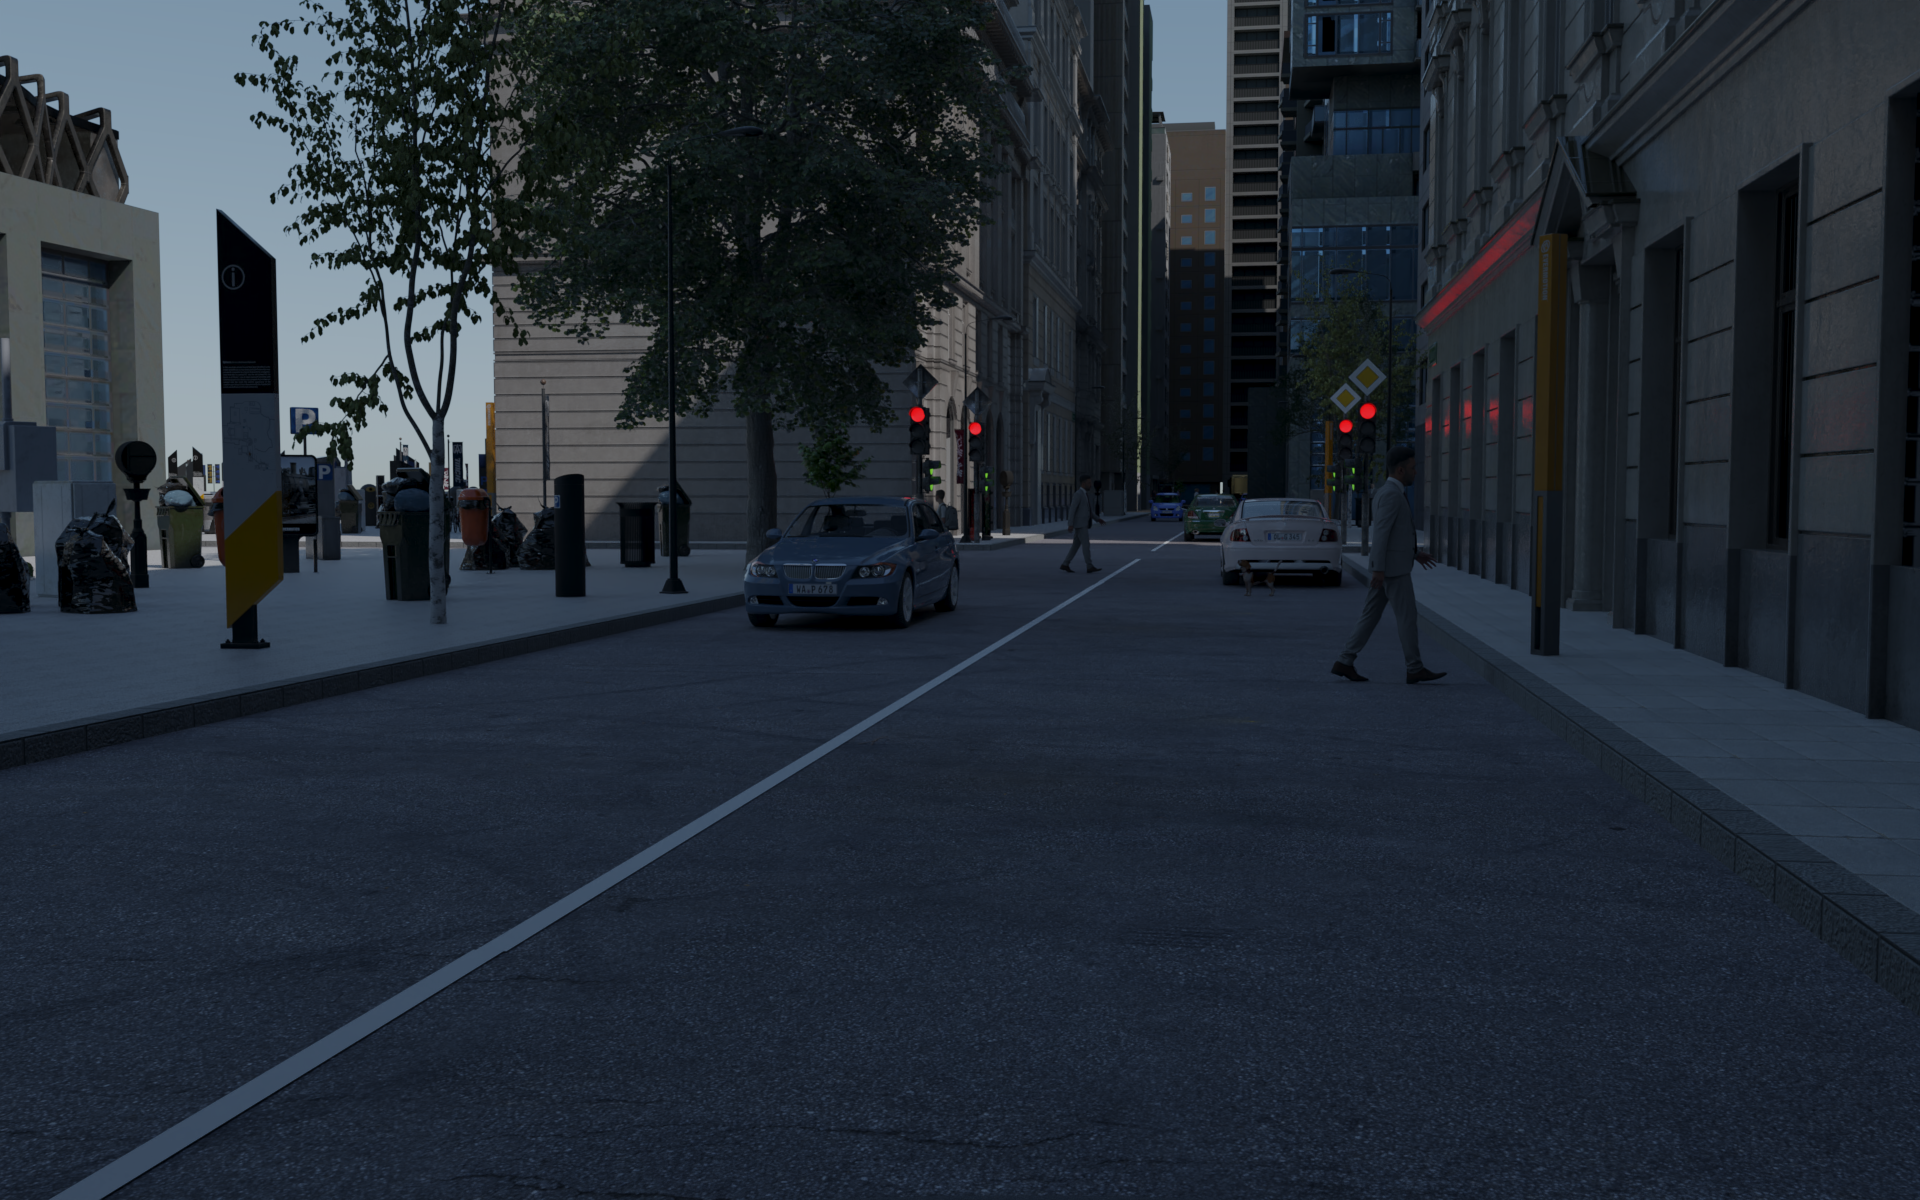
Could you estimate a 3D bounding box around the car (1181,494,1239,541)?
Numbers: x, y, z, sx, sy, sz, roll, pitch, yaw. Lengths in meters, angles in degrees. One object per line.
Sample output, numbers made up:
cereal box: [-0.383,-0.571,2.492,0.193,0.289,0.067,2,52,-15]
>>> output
car: [7.911,-2.566,53.750,2.131,1.459,4.920,1,4,9]

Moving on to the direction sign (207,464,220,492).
direction sign: [-56.058,-8.450,130.153,0.876,3.537,0.379,-1,4,-15]

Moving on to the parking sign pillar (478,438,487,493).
parking sign pillar: [-22.873,-5.797,83.252,1.447,3.967,1.447,-1,4,-15]

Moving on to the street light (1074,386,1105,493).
street light: [5.525,-6.242,74.603,1.470,5.913,1.316,1,4,9]

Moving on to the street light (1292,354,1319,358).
street light: [11.710,-5.199,57.541,1.470,5.913,1.316,1,4,9]

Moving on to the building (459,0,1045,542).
building: [-5.179,-13.206,57.714,13.314,21.916,24.055,1,4,9]

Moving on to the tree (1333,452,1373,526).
tree: [15.565,-4.596,69.752,1.663,3.219,1.824,0,3,0]

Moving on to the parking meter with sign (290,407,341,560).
parking meter with sign: [-12.654,-2.317,34.149,0.543,3.016,1.738,-3,4,-37]

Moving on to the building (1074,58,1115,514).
building: [1.266,-19.222,101.663,14.401,28.519,23.554,1,4,9]

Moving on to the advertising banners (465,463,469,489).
advertising banners: [-27.986,-6.304,99.260,0.090,3.025,2.074,0,4,4]

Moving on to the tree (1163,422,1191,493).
tree: [21.509,-13.820,176.320,4.360,8.622,3.978,0,3,0]

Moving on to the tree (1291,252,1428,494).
tree: [11.859,-6.257,52.657,4.737,8.622,4.395,0,3,0]

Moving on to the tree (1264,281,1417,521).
tree: [16.810,-8.646,75.776,7.601,10.594,8.767,2,4,32]

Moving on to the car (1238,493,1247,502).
car: [26.983,-9.312,161.848,1.945,1.707,3.694,1,4,9]

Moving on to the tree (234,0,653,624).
tree: [-5.180,-4.086,17.170,4.737,8.622,4.395,0,3,0]

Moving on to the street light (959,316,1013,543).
street light: [0.681,-4.450,45.300,1.470,5.913,1.316,1,4,9]

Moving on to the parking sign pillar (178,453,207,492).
parking sign pillar: [-50.573,-7.720,114.702,1.447,3.967,1.447,1,4,20]

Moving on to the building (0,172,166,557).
building: [-35.431,-43.810,28.962,31.000,86.520,22.319,1,4,9]

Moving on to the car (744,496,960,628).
car: [-1.132,-0.495,20.098,2.014,1.417,4.499,1,4,10]

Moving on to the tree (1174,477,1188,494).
tree: [24.916,-12.312,195.908,1.663,3.219,1.824,0,3,0]

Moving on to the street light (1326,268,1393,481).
street light: [8.294,-3.863,35.705,1.470,5.913,1.316,1,4,9]

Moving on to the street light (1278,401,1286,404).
street light: [16.610,-6.983,86.713,1.470,5.913,1.316,1,4,9]

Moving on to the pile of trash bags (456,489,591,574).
pile of trash bags: [-7.611,-1.197,29.325,1.912,1.369,3.447,0,4,8]

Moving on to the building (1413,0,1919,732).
building: [13.689,-14.400,11.858,17.030,29.872,44.131,1,4,9]

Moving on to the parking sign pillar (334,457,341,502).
parking sign pillar: [-36.025,-6.795,99.572,1.447,3.967,1.447,-3,5,-42]

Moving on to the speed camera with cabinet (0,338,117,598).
speed camera with cabinet: [-11.450,-1.682,21.835,2.038,3.252,0.660,2,4,35]

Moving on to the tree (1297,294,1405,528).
tree: [14.588,-6.994,64.709,4.360,8.622,3.978,0,3,0]

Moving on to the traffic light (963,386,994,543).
traffic light: [0.462,-3.446,45.268,0.839,4.253,0.868,1,4,9]

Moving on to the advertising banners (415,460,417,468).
advertising banners: [-27.660,-5.600,87.741,0.090,3.025,2.074,-2,4,-24]

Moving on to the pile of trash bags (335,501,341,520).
pile of trash bags: [-29.544,-4.616,85.228,3.447,1.369,1.912,3,5,45]

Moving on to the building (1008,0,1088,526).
building: [-1.744,-17.944,79.283,13.634,28.700,20.117,1,4,9]

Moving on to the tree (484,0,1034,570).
tree: [-3.307,-7.472,28.820,9.857,13.997,8.962,0,3,0]

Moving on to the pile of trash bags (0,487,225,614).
pile of trash bags: [-9.508,-0.583,19.291,3.447,1.369,1.912,-1,4,-11]

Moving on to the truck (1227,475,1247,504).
truck: [28.257,-10.747,171.634,3.469,3.379,9.791,1,4,8]

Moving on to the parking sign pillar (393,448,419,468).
parking sign pillar: [-31.961,-6.839,100.297,1.447,3.967,1.447,-1,4,-17]

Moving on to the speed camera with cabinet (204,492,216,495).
speed camera with cabinet: [-47.404,-7.117,110.702,2.038,3.252,0.660,0,4,-3]

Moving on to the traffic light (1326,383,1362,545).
traffic light: [9.700,-3.354,43.761,0.839,4.253,0.868,1,4,9]

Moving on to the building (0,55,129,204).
building: [-39.743,-11.765,59.804,16.811,18.784,16.820,1,4,9]

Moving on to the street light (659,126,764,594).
street light: [-3.166,-3.032,22.119,1.470,5.913,1.316,1,4,9]

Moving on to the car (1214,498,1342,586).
car: [5.231,-0.985,28.473,2.083,1.381,4.827,0,4,8]

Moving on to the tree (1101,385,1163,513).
tree: [11.061,-10.080,115.172,4.360,8.622,3.978,0,3,0]

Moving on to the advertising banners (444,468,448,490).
advertising banners: [-33.145,-7.224,114.305,2.074,3.025,0.090,0,4,-2]

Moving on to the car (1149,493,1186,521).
car: [10.974,-5.021,91.687,1.945,1.707,3.694,0,4,7]

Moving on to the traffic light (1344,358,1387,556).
traffic light: [8.396,-2.872,35.883,0.839,4.253,0.868,1,4,9]

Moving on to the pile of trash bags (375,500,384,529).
pile of trash bags: [-20.350,-3.291,63.563,1.912,1.369,3.447,-2,4,-24]

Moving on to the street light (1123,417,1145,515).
street light: [10.438,-8.087,104.765,1.470,5.913,1.316,1,4,9]

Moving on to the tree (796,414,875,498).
tree: [-2.611,-2.549,36.285,1.663,3.219,1.824,0,3,0]

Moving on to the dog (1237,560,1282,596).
dog: [4.208,-0.309,24.332,0.406,0.507,0.540,3,5,43]

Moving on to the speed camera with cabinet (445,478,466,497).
speed camera with cabinet: [-29.774,-6.553,101.475,0.660,3.252,2.038,2,4,31]

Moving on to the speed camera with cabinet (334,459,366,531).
speed camera with cabinet: [-20.884,-3.957,59.032,0.660,3.252,2.038,0,4,-2]

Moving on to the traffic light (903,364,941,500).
traffic light: [-0.843,-2.964,37.390,0.839,4.253,0.868,1,4,9]

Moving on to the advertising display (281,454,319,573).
advertising display: [-10.943,-1.402,28.134,0.974,1.923,0.123,-1,4,-21]

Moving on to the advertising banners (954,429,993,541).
advertising banners: [0.365,-3.120,47.207,0.090,3.025,2.074,2,4,30]
